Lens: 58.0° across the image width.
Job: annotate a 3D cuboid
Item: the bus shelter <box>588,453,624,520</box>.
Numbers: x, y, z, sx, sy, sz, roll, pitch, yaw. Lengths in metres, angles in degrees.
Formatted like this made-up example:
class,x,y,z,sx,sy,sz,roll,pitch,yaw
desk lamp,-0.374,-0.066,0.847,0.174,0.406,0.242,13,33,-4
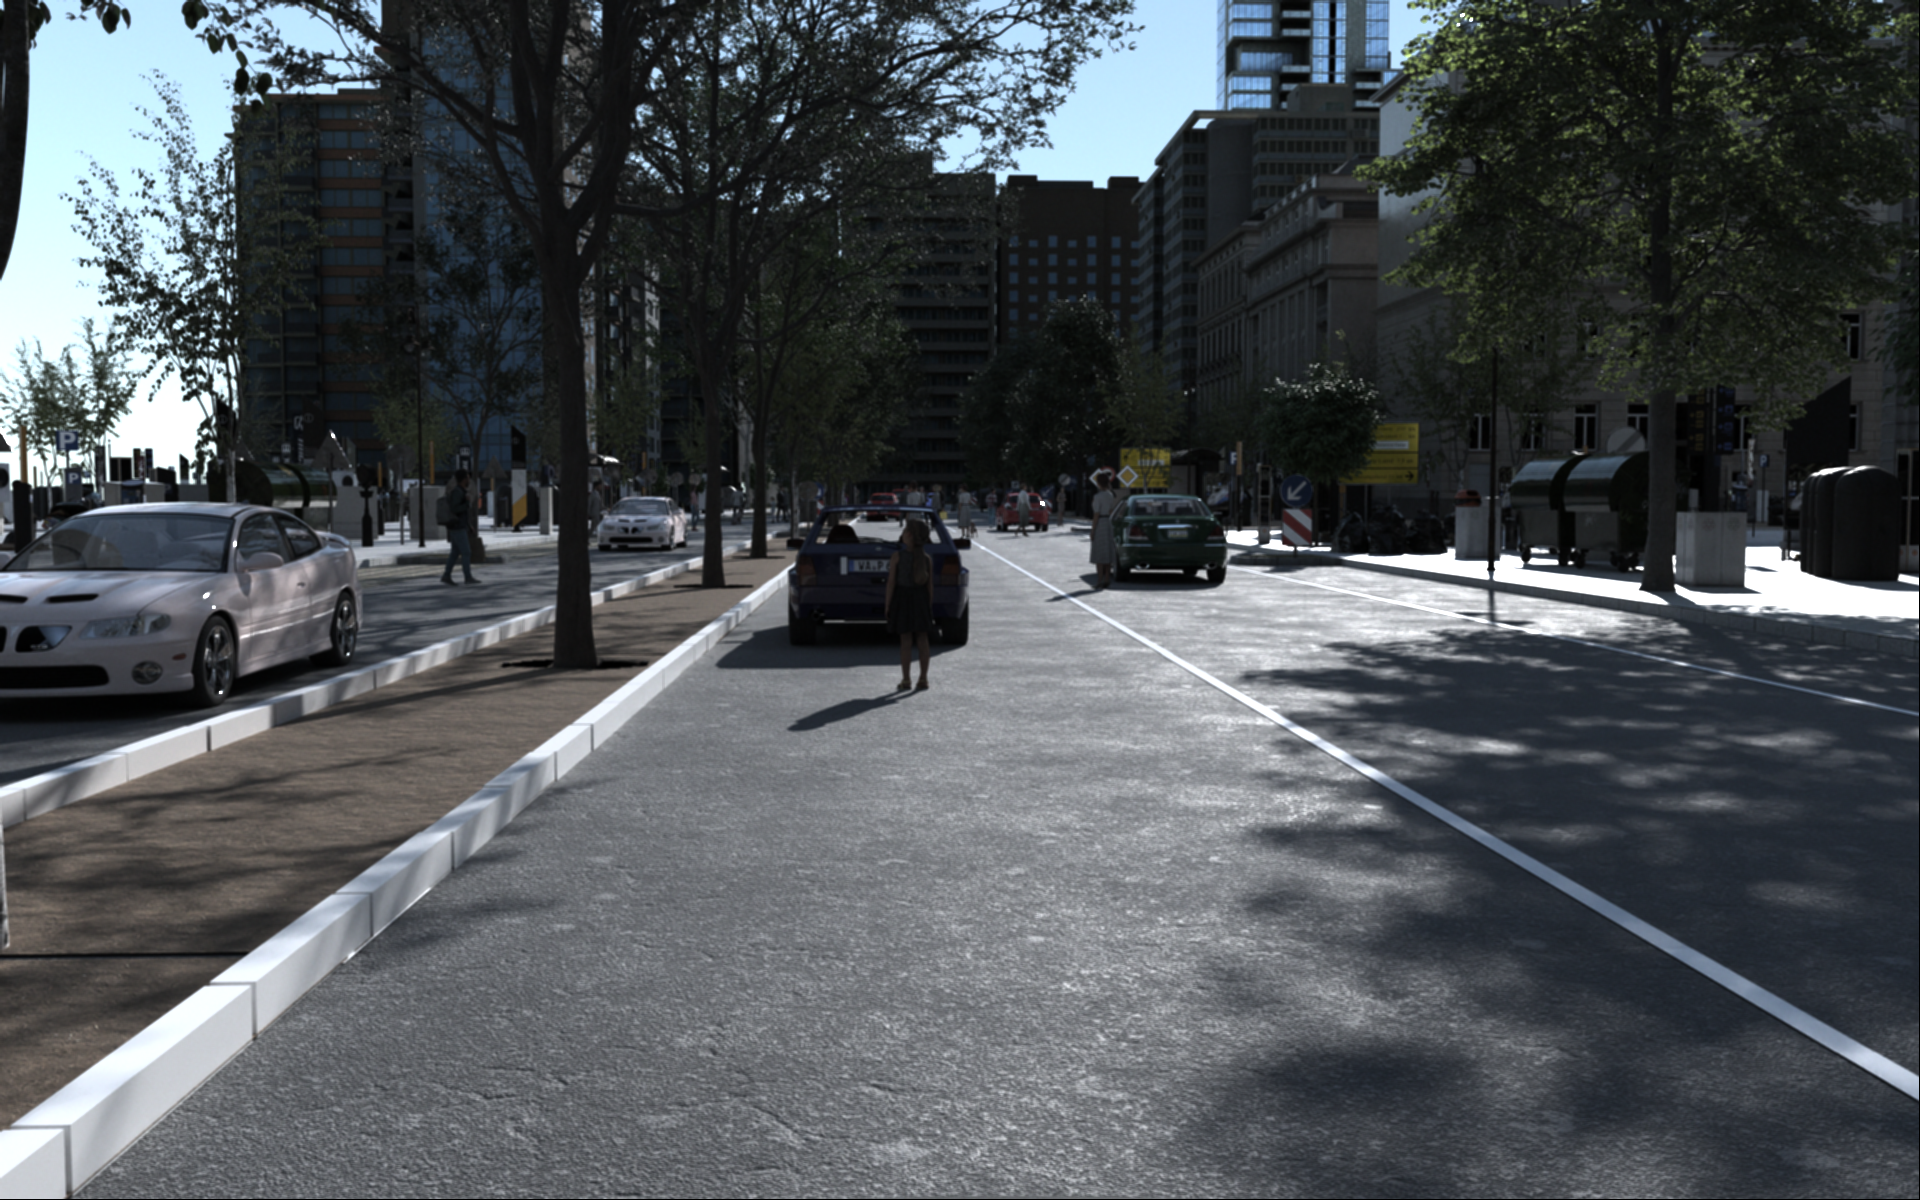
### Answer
class,x,y,z,sx,sy,sz,roll,pitch,yaw
bus shelter,-18.437,-5.737,87.731,2.014,3.302,5.546,0,4,-2

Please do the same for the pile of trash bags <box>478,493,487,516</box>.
class,x,y,z,sx,sy,sz,roll,pitch,yaw
pile of trash bags,-28.670,-5.640,101.971,1.912,1.369,3.447,-2,4,-28

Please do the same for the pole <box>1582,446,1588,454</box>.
class,x,y,z,sx,sy,sz,roll,pitch,yaw
pole,26.373,-4.852,73.179,0.158,3.312,0.155,0,3,0

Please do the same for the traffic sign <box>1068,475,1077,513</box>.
class,x,y,z,sx,sy,sz,roll,pitch,yaw
traffic sign,7.538,-7.120,116.522,0.768,2.556,0.104,0,4,1

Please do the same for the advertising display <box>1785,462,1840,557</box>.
class,x,y,z,sx,sy,sz,roll,pitch,yaw
advertising display,17.065,-1.803,34.694,0.123,1.923,0.974,-3,5,-42

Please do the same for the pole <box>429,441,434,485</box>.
class,x,y,z,sx,sy,sz,roll,pitch,yaw
pole,-20.177,-4.427,66.222,0.158,3.312,0.155,0,3,0

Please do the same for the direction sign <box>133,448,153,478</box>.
class,x,y,z,sx,sy,sz,roll,pitch,yaw
direction sign,-40.407,-5.734,85.744,0.876,3.537,0.379,-2,4,-27

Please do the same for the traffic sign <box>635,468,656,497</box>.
class,x,y,z,sx,sy,sz,roll,pitch,yaw
traffic sign,-11.919,-3.793,65.665,0.795,2.450,0.064,0,4,-2

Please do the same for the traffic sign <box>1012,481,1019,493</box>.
class,x,y,z,sx,sy,sz,roll,pitch,yaw
traffic sign,4.403,-8.296,137.770,0.606,2.300,0.079,0,4,6

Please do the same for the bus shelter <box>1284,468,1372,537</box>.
class,x,y,z,sx,sy,sz,roll,pitch,yaw
bus shelter,11.572,-3.921,55.396,1.731,3.624,6.357,0,4,-2

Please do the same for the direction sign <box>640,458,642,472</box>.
class,x,y,z,sx,sy,sz,roll,pitch,yaw
direction sign,-20.447,-7.221,110.063,0.876,3.537,0.379,1,4,12

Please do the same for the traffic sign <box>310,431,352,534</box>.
class,x,y,z,sx,sy,sz,roll,pitch,yaw
traffic sign,-12.928,-2.176,35.582,0.884,2.594,0.081,0,4,5

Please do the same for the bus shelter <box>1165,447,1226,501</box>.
class,x,y,z,sx,sy,sz,roll,pitch,yaw
bus shelter,10.419,-5.133,77.852,2.014,3.302,5.546,0,4,-2

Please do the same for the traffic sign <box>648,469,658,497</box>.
class,x,y,z,sx,sy,sz,roll,pitch,yaw
traffic sign,-15.753,-5.381,88.085,0.768,2.556,0.104,0,4,5

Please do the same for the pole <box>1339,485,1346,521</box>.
class,x,y,z,sx,sy,sz,roll,pitch,yaw
pole,11.468,-3.550,51.885,0.158,3.312,0.155,0,3,0

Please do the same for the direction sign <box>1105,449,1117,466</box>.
class,x,y,z,sx,sy,sz,roll,pitch,yaw
direction sign,7.591,-5.799,86.803,0.876,3.537,0.379,-2,4,-34

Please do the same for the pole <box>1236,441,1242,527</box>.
class,x,y,z,sx,sy,sz,roll,pitch,yaw
pole,10.814,-4.484,67.160,0.158,3.312,0.155,0,3,0

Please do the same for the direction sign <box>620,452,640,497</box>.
class,x,y,z,sx,sy,sz,roll,pitch,yaw
direction sign,-17.927,-6.208,93.490,0.876,3.537,0.379,-3,4,-38

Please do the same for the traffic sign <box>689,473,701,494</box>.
class,x,y,z,sx,sy,sz,roll,pitch,yaw
traffic sign,-16.293,-6.503,106.429,0.768,2.556,0.104,0,4,3

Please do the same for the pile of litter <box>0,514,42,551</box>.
class,x,y,z,sx,sy,sz,roll,pitch,yaw
pile of litter,-21.398,-1.562,39.509,1.719,0.858,1.176,1,4,19

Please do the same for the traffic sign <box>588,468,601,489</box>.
class,x,y,z,sx,sy,sz,roll,pitch,yaw
traffic sign,-17.854,-5.148,84.280,0.768,2.556,0.104,0,4,-1

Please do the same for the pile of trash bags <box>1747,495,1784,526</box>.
class,x,y,z,sx,sy,sz,roll,pitch,yaw
pile of trash bags,33.022,-3.686,70.025,3.447,1.369,1.912,3,5,44

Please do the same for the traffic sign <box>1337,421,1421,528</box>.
class,x,y,z,sx,sy,sz,roll,pitch,yaw
traffic sign,11.761,-3.354,48.707,2.265,3.308,0.079,0,4,6

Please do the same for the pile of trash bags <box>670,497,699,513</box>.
class,x,y,z,sx,sy,sz,roll,pitch,yaw
pile of trash bags,-18.445,-6.714,119.525,3.447,1.369,1.912,0,4,-7

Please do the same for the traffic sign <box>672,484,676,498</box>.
class,x,y,z,sx,sy,sz,roll,pitch,yaw
traffic sign,-20.642,-7.638,124.988,0.768,2.556,0.104,0,4,0

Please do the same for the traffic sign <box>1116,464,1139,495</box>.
class,x,y,z,sx,sy,sz,roll,pitch,yaw
traffic sign,5.635,-3.347,58.362,0.795,2.450,0.064,0,4,-2

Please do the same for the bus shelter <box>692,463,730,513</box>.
class,x,y,z,sx,sy,sz,roll,pitch,yaw
bus shelter,-16.573,-7.433,115.453,2.014,3.302,5.546,0,4,-2

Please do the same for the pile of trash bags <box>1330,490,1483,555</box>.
class,x,y,z,sx,sy,sz,roll,pitch,yaw
pile of trash bags,9.948,-1.722,37.914,3.447,1.369,1.912,-1,4,-23

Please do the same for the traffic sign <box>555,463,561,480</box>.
class,x,y,z,sx,sy,sz,roll,pitch,yaw
traffic sign,-16.049,-4.286,70.179,0.768,2.556,0.104,0,4,7

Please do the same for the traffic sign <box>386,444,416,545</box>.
class,x,y,z,sx,sy,sz,roll,pitch,yaw
traffic sign,-14.171,-2.681,43.937,0.768,2.556,0.104,0,4,1

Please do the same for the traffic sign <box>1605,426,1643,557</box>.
class,x,y,z,sx,sy,sz,roll,pitch,yaw
traffic sign,12.431,-1.978,32.445,0.768,2.556,0.104,0,4,1

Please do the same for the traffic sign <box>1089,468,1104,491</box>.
class,x,y,z,sx,sy,sz,roll,pitch,yaw
traffic sign,5.312,-3.835,66.341,0.795,2.450,0.064,0,4,-2

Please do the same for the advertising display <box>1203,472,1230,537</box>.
class,x,y,z,sx,sy,sz,roll,pitch,yaw
advertising display,7.658,-2.844,51.709,0.974,1.923,0.123,-2,4,-34

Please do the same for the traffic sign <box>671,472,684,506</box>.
class,x,y,z,sx,sy,sz,roll,pitch,yaw
traffic sign,-16.444,-6.151,100.679,0.768,2.556,0.104,0,4,3

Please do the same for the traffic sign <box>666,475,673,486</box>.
class,x,y,z,sx,sy,sz,roll,pitch,yaw
traffic sign,-17.340,-6.240,103.215,0.795,2.450,0.064,0,4,0

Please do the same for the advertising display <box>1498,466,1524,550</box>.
class,x,y,z,sx,sy,sz,roll,pitch,yaw
advertising display,12.748,-2.127,39.991,0.123,1.923,0.974,-1,4,-15

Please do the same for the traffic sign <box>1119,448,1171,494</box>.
class,x,y,z,sx,sy,sz,roll,pitch,yaw
traffic sign,8.122,-5.020,75.949,2.265,3.308,0.079,0,4,1

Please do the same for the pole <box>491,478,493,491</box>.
class,x,y,z,sx,sy,sz,roll,pitch,yaw
pole,-33.147,-7.886,122.785,0.158,3.312,0.155,0,3,0

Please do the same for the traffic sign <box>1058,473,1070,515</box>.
class,x,y,z,sx,sy,sz,roll,pitch,yaw
traffic sign,6.415,-6.525,106.784,0.768,2.556,0.104,0,4,-1

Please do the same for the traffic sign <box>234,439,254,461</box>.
class,x,y,z,sx,sy,sz,roll,pitch,yaw
traffic sign,-16.825,-2.481,40.560,0.884,2.594,0.081,0,4,3

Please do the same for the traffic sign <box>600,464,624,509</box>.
class,x,y,z,sx,sy,sz,roll,pitch,yaw
traffic sign,-11.596,-3.305,57.686,0.795,2.450,0.064,0,4,-2

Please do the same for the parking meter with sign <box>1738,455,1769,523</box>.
class,x,y,z,sx,sy,sz,roll,pitch,yaw
parking meter with sign,34.771,-4.908,76.512,1.738,3.016,0.543,-1,4,-12

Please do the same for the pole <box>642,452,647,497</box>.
class,x,y,z,sx,sy,sz,roll,pitch,yaw
pole,-15.320,-5.520,84.098,0.158,3.312,0.155,0,3,0

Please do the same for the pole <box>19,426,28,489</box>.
class,x,y,z,sx,sy,sz,roll,pitch,yaw
pole,-27.973,-3.543,51.772,0.158,3.312,0.155,0,3,0

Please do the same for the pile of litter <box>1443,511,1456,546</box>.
class,x,y,z,sx,sy,sz,roll,pitch,yaw
pile of litter,12.087,-1.775,42.992,1.176,0.858,1.719,-1,4,-21

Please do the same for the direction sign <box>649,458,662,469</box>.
class,x,y,z,sx,sy,sz,roll,pitch,yaw
direction sign,-19.251,-7.192,109.588,0.876,3.537,0.379,1,4,11

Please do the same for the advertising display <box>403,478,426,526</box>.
class,x,y,z,sx,sy,sz,roll,pitch,yaw
advertising display,-22.222,-3.989,70.435,0.974,1.923,0.123,-1,4,-16

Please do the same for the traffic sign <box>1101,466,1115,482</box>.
class,x,y,z,sx,sy,sz,roll,pitch,yaw
traffic sign,6.658,-4.797,78.537,0.768,2.556,0.104,0,4,6

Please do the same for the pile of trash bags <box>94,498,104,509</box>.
class,x,y,z,sx,sy,sz,roll,pitch,yaw
pile of trash bags,-26.922,-2.803,55.581,1.912,1.369,3.447,3,5,40

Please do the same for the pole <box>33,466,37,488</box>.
class,x,y,z,sx,sy,sz,roll,pitch,yaw
pole,-67.295,-8.088,126.075,0.158,3.312,0.155,0,3,0

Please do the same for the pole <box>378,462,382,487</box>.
class,x,y,z,sx,sy,sz,roll,pitch,yaw
pole,-36.770,-7.095,109.840,0.158,3.312,0.155,0,3,0

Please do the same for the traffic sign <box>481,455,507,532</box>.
class,x,y,z,sx,sy,sz,roll,pitch,yaw
traffic sign,-15.551,-3.537,57.835,0.884,2.594,0.081,0,4,2

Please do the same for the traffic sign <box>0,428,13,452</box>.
class,x,y,z,sx,sy,sz,roll,pitch,yaw
traffic sign,-12.424,-1.343,21.958,0.884,2.594,0.081,0,4,6

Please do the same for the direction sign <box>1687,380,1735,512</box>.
class,x,y,z,sx,sy,sz,roll,pitch,yaw
direction sign,15.040,-2.615,34.751,0.876,3.537,0.379,2,4,34

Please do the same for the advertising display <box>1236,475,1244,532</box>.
class,x,y,z,sx,sy,sz,roll,pitch,yaw
advertising display,9.511,-3.278,58.813,0.123,1.923,0.974,1,4,17

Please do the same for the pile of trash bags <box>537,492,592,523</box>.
class,x,y,z,sx,sy,sz,roll,pitch,yaw
pile of trash bags,-17.884,-4.154,77.672,3.447,1.369,1.912,0,4,4

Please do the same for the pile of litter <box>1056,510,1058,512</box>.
class,x,y,z,sx,sy,sz,roll,pitch,yaw
pile of litter,6.440,-6.860,126.129,1.176,0.858,1.719,-2,4,-28

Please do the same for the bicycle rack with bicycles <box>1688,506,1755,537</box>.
class,x,y,z,sx,sy,sz,roll,pitch,yaw
bicycle rack with bicycles,22.217,-2.322,51.352,2.852,0.926,2.925,3,4,37
